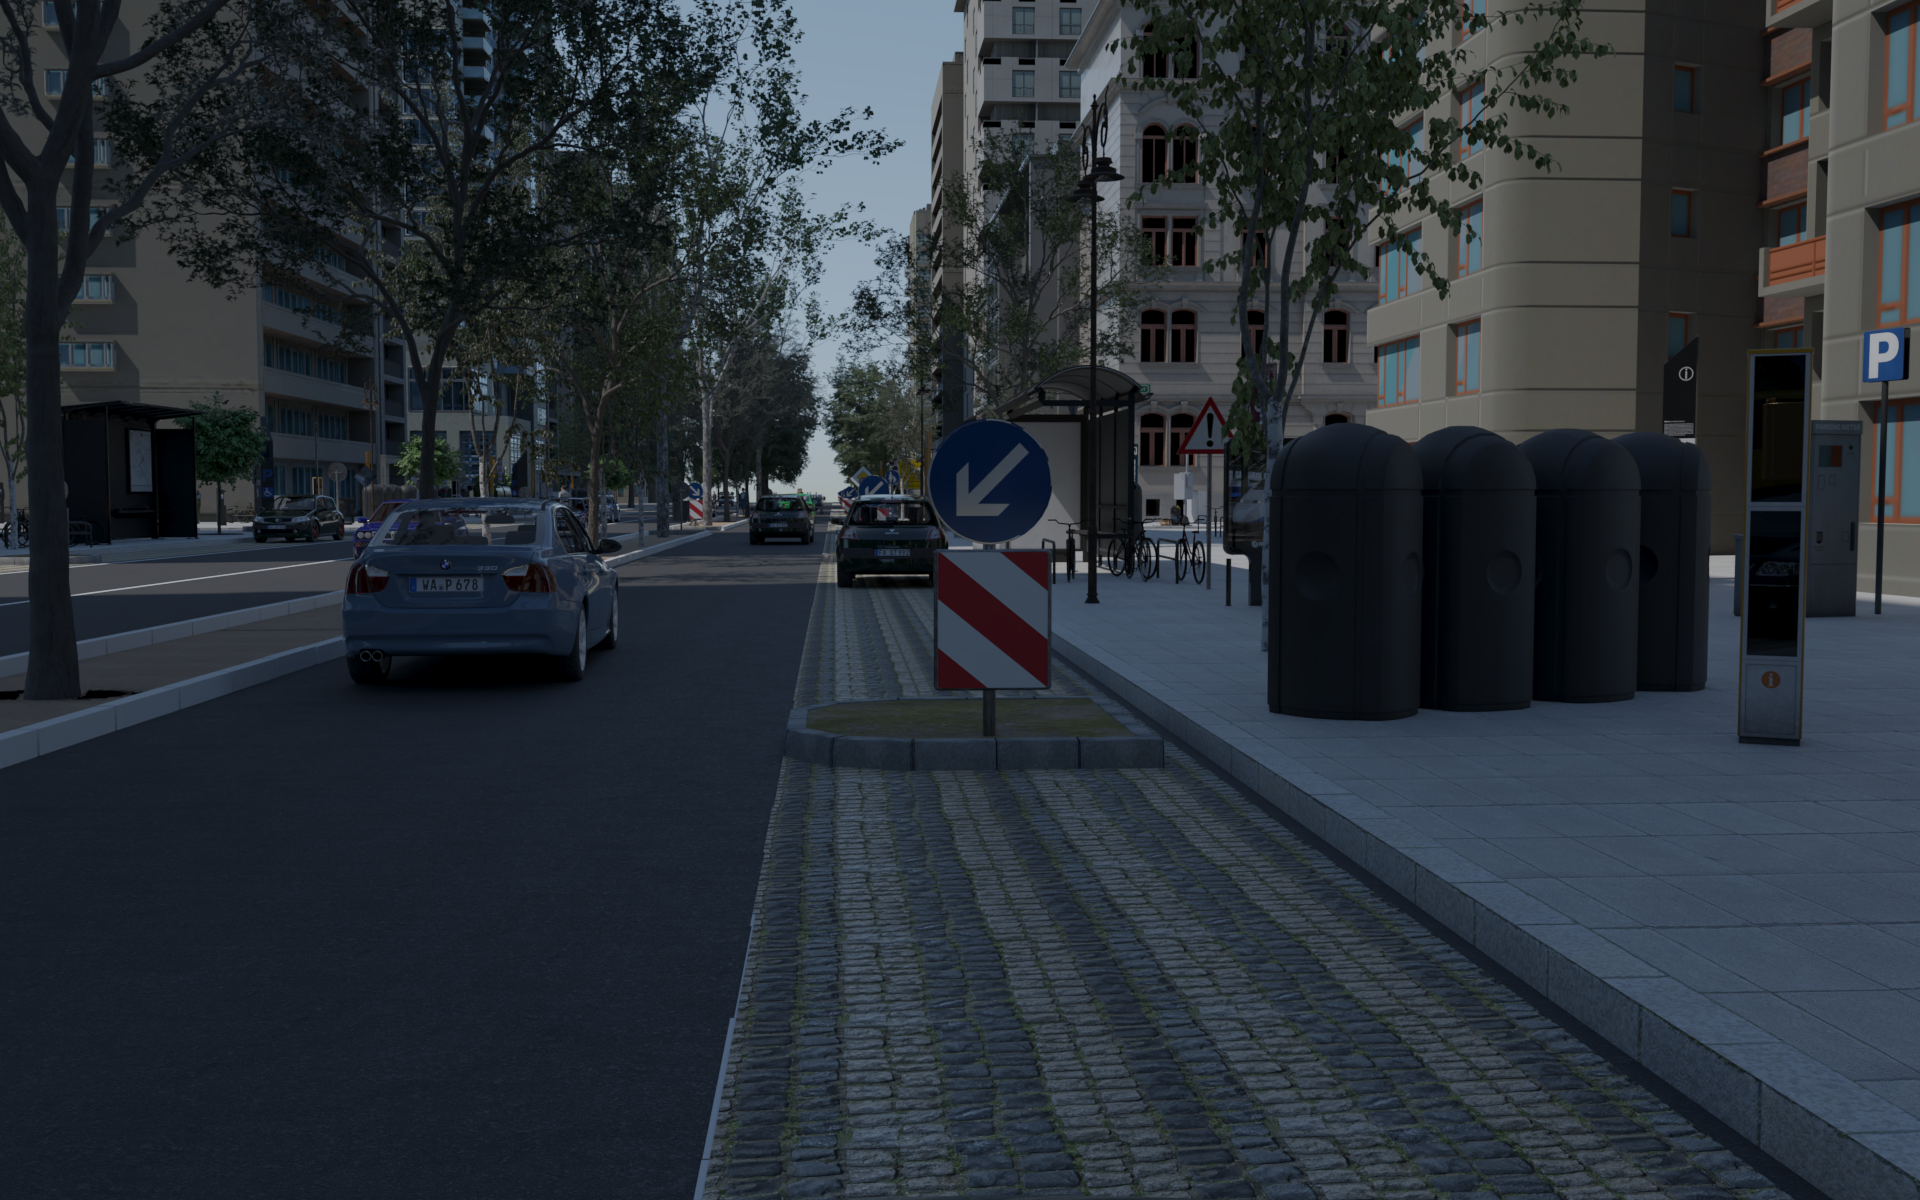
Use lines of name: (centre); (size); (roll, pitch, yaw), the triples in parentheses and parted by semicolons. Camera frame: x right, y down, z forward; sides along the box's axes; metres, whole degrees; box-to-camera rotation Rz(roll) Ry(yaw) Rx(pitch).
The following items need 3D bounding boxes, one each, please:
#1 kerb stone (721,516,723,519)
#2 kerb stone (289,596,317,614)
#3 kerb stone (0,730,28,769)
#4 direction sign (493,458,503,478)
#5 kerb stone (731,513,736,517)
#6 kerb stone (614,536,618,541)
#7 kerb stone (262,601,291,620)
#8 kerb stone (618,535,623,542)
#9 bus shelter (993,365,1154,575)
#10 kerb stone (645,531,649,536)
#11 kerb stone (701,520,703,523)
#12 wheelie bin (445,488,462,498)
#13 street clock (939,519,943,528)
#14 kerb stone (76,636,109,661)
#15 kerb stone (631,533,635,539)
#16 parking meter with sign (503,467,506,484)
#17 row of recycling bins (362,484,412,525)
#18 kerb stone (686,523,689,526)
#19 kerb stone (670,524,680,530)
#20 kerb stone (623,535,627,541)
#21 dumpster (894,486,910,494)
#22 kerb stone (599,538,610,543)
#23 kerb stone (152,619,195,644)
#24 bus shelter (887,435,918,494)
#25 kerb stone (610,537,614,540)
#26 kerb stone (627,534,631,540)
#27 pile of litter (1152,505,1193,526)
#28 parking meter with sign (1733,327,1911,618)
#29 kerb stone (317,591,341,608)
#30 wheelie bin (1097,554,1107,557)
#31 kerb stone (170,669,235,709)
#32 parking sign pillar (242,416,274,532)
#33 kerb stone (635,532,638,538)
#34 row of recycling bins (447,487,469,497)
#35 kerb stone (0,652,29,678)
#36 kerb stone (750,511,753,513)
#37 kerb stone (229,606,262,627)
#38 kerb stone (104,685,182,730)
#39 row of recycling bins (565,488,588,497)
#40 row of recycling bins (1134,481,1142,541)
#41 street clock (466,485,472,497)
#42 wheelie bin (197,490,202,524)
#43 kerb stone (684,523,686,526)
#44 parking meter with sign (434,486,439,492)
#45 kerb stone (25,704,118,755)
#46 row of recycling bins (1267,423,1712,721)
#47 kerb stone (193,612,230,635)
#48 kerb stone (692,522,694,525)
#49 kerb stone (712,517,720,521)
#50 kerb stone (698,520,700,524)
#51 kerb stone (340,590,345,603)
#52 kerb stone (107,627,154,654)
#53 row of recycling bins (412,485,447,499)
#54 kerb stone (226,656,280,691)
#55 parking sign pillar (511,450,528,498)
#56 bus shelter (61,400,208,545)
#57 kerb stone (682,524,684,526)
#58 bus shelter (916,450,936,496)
kerb stone: (-13.567, -4.590, 97.255); (0.120, 0.150, 1.000); (0, 4, -4)
kerb stone: (-8.034, 0.073, 20.995); (0.120, 0.150, 1.000); (0, 4, -4)
kerb stone: (-5.060, 0.812, 8.948); (0.120, 0.150, 1.000); (0, 4, -4)
direction sign: (-29.175, -7.163, 109.114); (0.876, 3.537, 0.379); (1, 4, 23)
kerb stone: (-14.668, -5.526, 112.576); (0.120, 0.150, 1.000); (0, 4, -4)
kerb stone: (-10.191, -1.740, 50.680); (0.120, 0.150, 1.000); (0, 4, -4)
kerb stone: (-7.964, 0.138, 19.968); (0.120, 0.150, 1.000); (0, 4, -4)
kerb stone: (-10.262, -1.805, 51.709); (0.120, 0.150, 1.000); (0, 4, -4)
bus shelter: (1.824, -2.201, 29.904); (2.014, 3.302, 5.546); (0, 4, -4)
kerb stone: (-10.770, -2.243, 58.869); (0.120, 0.150, 1.000); (0, 4, -4)
kerb stone: (-12.676, -3.837, 84.995); (0.120, 0.150, 1.000); (0, 4, -4)
wheelie bin: (-27.138, -5.197, 92.880); (0.980, 1.594, 0.693); (0, 4, -2)
street clock: (-0.587, -3.082, 54.962); (0.358, 2.002, 0.471); (2, 4, 28)
kerb stone: (-7.597, 0.449, 14.856); (0.120, 0.150, 1.000); (0, 4, -4)
kerb stone: (-10.486, -1.993, 54.775); (0.120, 0.150, 1.000); (0, 4, -4)
parking meter with sign: (-28.017, -6.950, 109.887); (1.738, 3.016, 0.543); (0, 4, -6)
row of recycling bins: (-24.409, -4.056, 73.427); (1.069, 1.692, 3.534); (0, 4, -2)
kerb stone: (-11.933, -3.211, 74.775); (0.120, 0.150, 1.000); (0, 4, -4)
kerb stone: (-11.638, -2.966, 70.683); (0.120, 0.150, 1.000); (0, 4, -4)
kerb stone: (-10.339, -1.867, 52.729); (0.120, 0.150, 1.000); (0, 4, -4)
dumpster: (-3.239, -6.255, 104.760); (1.502, 2.255, 1.985); (0, 4, -4)
kerb stone: (-10.036, -1.617, 48.634); (0.120, 0.150, 1.000); (0, 4, -4)
kerb stone: (-7.742, 0.325, 16.902); (0.120, 0.150, 1.000); (0, 4, -4)
bus shelter: (-3.721, -8.338, 113.951); (2.179, 5.291, 8.768); (0, 4, -4)
kerb stone: (-10.115, -1.676, 49.660); (0.120, 0.150, 1.000); (0, 4, -4)
kerb stone: (-10.415, -1.930, 53.750); (0.120, 0.150, 1.000); (0, 4, -4)
pile of litter: (8.554, -3.416, 69.824); (1.719, 0.858, 1.176); (0, 3, 0)
parking meter with sign: (9.007, -1.340, 18.174); (1.738, 3.016, 0.543); (-1, 4, -16)
kerb stone: (-8.105, 0.016, 22.020); (0.120, 0.150, 1.000); (0, 4, -4)
wheelie bin: (3.048, -1.673, 35.265); (0.693, 1.594, 0.980); (0, 4, 6)
kerb stone: (-5.284, 0.622, 12.018); (0.120, 0.150, 1.000); (0, 4, -4)
parking sign pillar: (-23.915, -4.342, 59.472); (1.447, 3.967, 1.447); (-2, 4, -33)
kerb stone: (-10.561, -2.052, 55.798); (0.120, 0.150, 1.000); (0, 4, -4)
row of recycling bins: (-28.995, -5.438, 96.019); (3.534, 1.692, 1.069); (0, 4, -5)
kerb stone: (-7.519, 0.514, 13.832); (0.120, 0.150, 1.000); (0, 4, -4)
kerb stone: (-16.675, -7.216, 140.179); (0.120, 0.150, 1.000); (0, 4, -4)
kerb stone: (-7.891, 0.199, 18.948); (0.120, 0.150, 1.000); (0, 4, -4)
kerb stone: (-5.209, 0.685, 10.995); (0.120, 0.150, 1.000); (0, 4, -4)
row of recycling bins: (-28.712, -7.457, 129.039); (1.069, 1.692, 3.534); (-2, 4, -32)
row of recycling bins: (3.258, -2.495, 47.898); (3.534, 1.692, 1.069); (0, 4, -3)
street clock: (-40.279, -8.415, 142.161); (0.471, 2.002, 0.358); (-2, 4, -25)
wheelie bin: (-33.097, -4.078, 74.582); (0.693, 1.594, 0.980); (1, 4, 22)
kerb stone: (-11.859, -3.147, 73.755); (0.120, 0.150, 1.000); (0, 4, -4)
parking meter with sign: (-32.114, -6.651, 104.998); (1.738, 3.016, 0.543); (3, 4, 39)
kerb stone: (-5.136, 0.750, 9.976); (0.120, 0.150, 1.000); (0, 4, -4)
row of recycling bins: (3.437, -0.227, 10.822); (3.534, 1.692, 1.069); (-2, 4, -32)
kerb stone: (-7.814, 0.261, 17.926); (0.120, 0.150, 1.000); (0, 4, -4)
kerb stone: (-12.153, -3.403, 77.846); (0.120, 0.150, 1.000); (0, 4, -4)
kerb stone: (-13.414, -4.466, 95.207); (0.120, 0.150, 1.000); (0, 4, -4)
kerb stone: (-12.376, -3.587, 80.908); (0.120, 0.150, 1.000); (0, 4, -4)
kerb stone: (-8.187, -0.052, 23.051); (0.120, 0.150, 1.000); (0, 4, -4)
kerb stone: (-7.672, 0.387, 15.882); (0.120, 0.150, 1.000); (0, 4, -4)
row of recycling bins: (-24.159, -4.295, 77.334); (1.069, 1.692, 3.534); (0, 4, 2)
kerb stone: (-5.360, 0.561, 13.037); (0.120, 0.150, 1.000); (0, 4, -4)
parking sign pillar: (-26.846, -7.162, 105.572); (1.447, 3.967, 1.447); (1, 4, 14)
bus shelter: (-22.074, -3.371, 46.391); (1.731, 3.624, 6.357); (0, 4, -4)
kerb stone: (-11.789, -3.088, 72.728); (0.120, 0.150, 1.000); (0, 4, -4)
bus shelter: (-0.934, -5.241, 79.620); (2.014, 3.302, 5.546); (0, 4, -4)
